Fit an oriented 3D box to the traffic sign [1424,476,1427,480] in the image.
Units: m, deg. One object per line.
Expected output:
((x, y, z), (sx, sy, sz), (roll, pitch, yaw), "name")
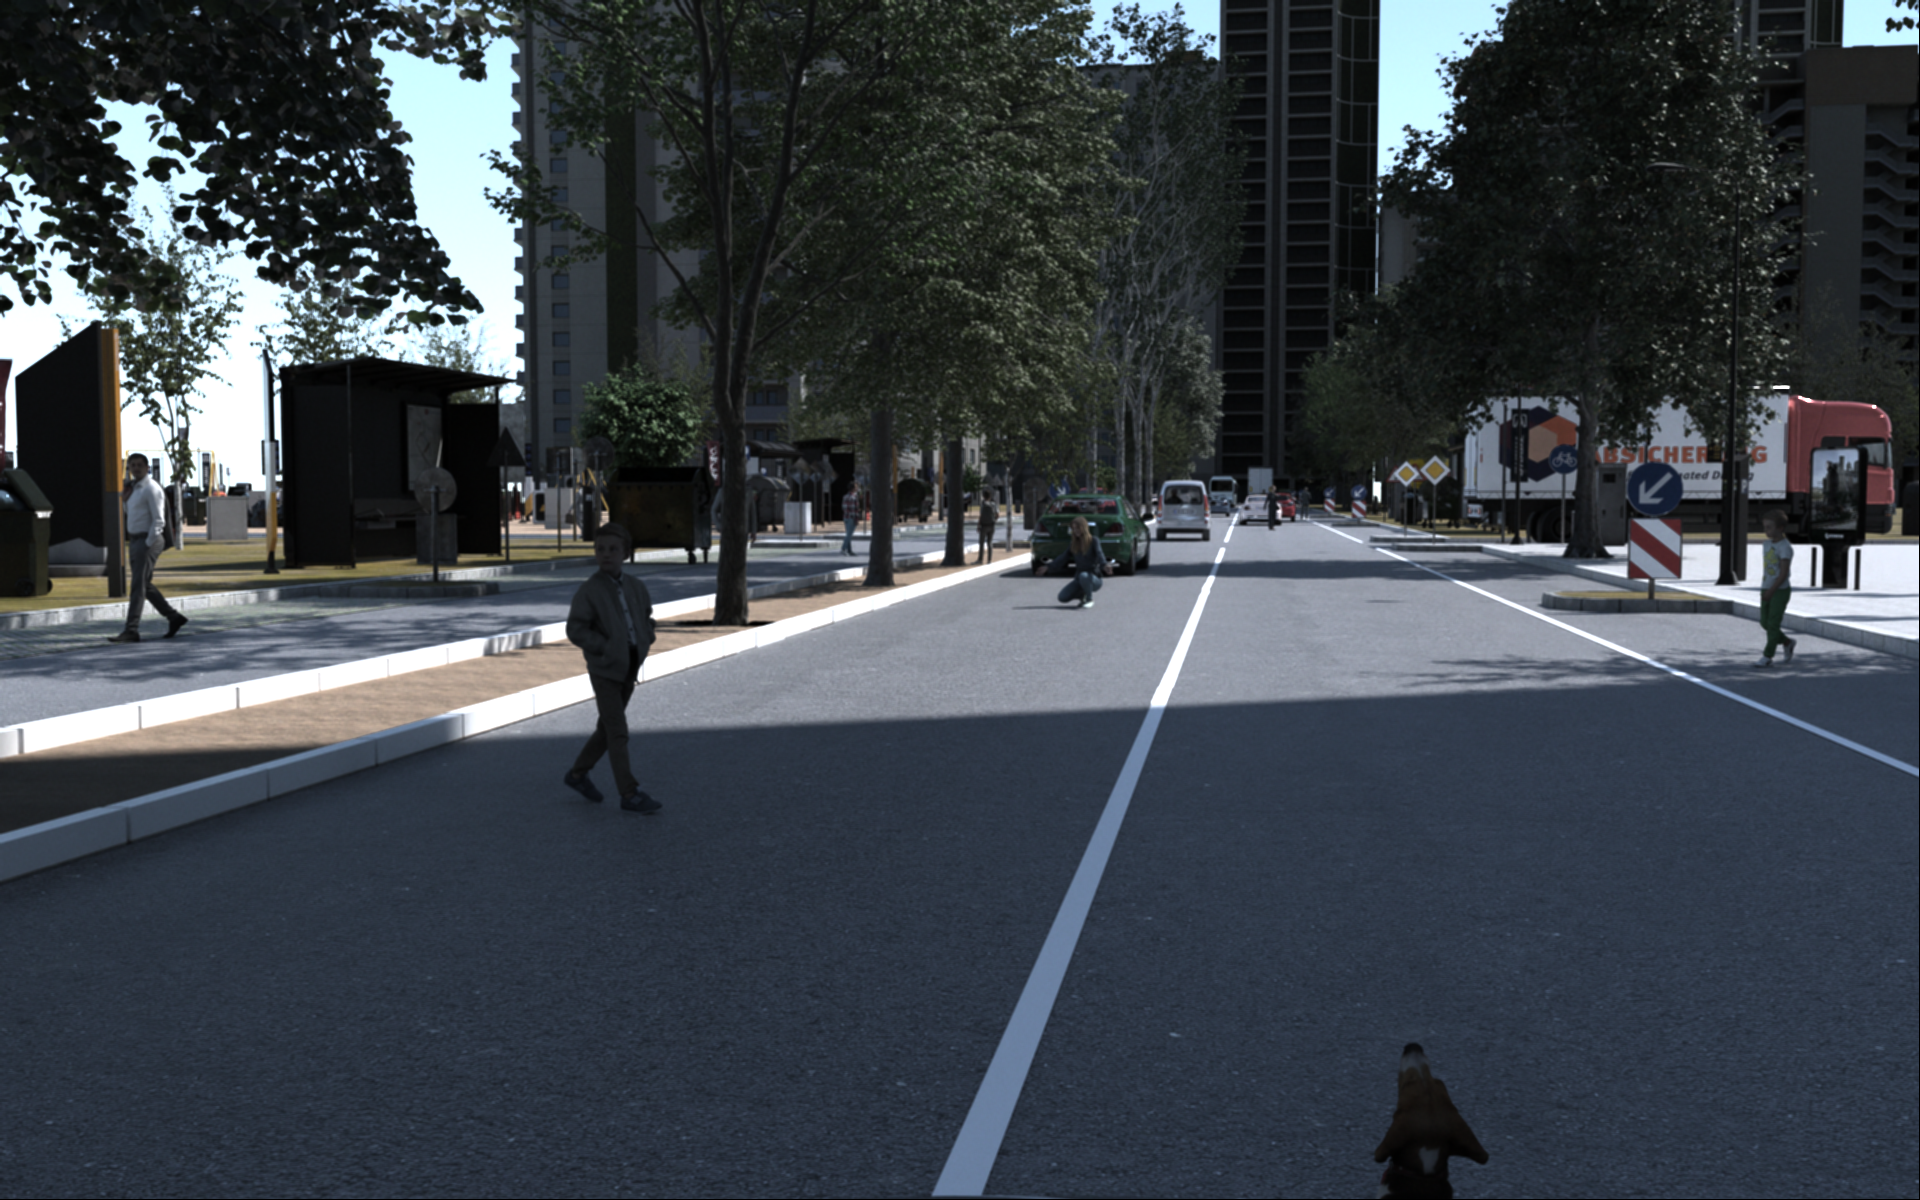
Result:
((26.441, -5.941, 97.247), (0.768, 2.556, 0.104), (1, 4, 11), "traffic sign")

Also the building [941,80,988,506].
((-8.554, -45.551, 183.004), (20.611, 71.187, 20.563), (1, 4, 9), "building")

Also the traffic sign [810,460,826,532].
((-4.933, -3.537, 59.012), (0.795, 2.450, 0.064), (1, 4, 15), "traffic sign")

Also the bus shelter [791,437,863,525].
((-5.712, -5.119, 74.974), (1.731, 3.624, 6.357), (1, 4, 9), "bus shelter")

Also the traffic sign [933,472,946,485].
((-1.139, -5.939, 97.201), (0.768, 2.556, 0.104), (1, 4, 19), "traffic sign")

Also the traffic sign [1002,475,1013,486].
((3.087, -6.876, 112.527), (0.768, 2.556, 0.104), (1, 4, 10), "traffic sign")

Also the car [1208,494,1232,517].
((16.356, -6.029, 110.570), (2.014, 1.417, 4.499), (1, 4, 9), "car")

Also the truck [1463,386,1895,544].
((19.508, -3.529, 46.612), (11.283, 4.237, 2.839), (1, 4, 9), "truck")

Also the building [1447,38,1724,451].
((59.640, -31.408, 168.148), (22.147, 44.769, 28.867), (1, 4, 9), "building")

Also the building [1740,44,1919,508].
((83.900, -31.900, 171.680), (14.200, 45.320, 14.600), (1, 4, 9), "building")

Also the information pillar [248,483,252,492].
((-47.862, -6.861, 116.673), (0.304, 2.012, 0.304), (-2, 4, -30), "information pillar")

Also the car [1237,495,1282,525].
((14.003, -4.187, 80.815), (2.083, 1.381, 4.827), (0, 4, 8), "car")

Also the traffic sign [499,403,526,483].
((-10.846, -2.763, 39.046), (2.265, 3.308, 0.079), (1, 4, 14), "traffic sign")

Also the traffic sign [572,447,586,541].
((-10.528, -2.885, 47.275), (0.768, 2.556, 0.104), (1, 4, 15), "traffic sign")

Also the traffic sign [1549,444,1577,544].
((15.484, -2.711, 44.427), (0.768, 2.556, 0.104), (1, 4, 11), "traffic sign")

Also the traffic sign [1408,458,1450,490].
((26.395, -6.346, 97.628), (2.265, 3.308, 0.079), (1, 4, 13), "traffic sign")

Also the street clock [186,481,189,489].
((-41.894, -5.440, 93.517), (0.358, 2.002, 0.471), (3, 5, 44), "street clock")

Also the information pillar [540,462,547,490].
((-29.872, -8.122, 124.145), (0.504, 3.616, 0.183), (0, 4, 3), "information pillar")

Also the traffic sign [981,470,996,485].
((1.548, -5.817, 95.108), (0.884, 2.594, 0.081), (1, 4, 10), "traffic sign")

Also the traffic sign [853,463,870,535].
((-3.010, -3.129, 54.809), (0.795, 2.450, 0.064), (1, 4, 9), "traffic sign")

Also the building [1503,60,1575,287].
((52.950, -28.381, 147.630), (14.154, 41.232, 14.086), (1, 4, 9), "building")

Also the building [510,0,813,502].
((-32.737, -39.518, 188.118), (28.212, 58.520, 21.231), (1, 4, 9), "building")

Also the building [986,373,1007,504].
((-5.952, -40.052, 244.092), (27.495, 52.752, 28.713), (1, 4, 9), "building")

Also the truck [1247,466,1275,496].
((31.070, -11.621, 178.919), (2.839, 4.237, 11.283), (1, 4, 10), "truck")

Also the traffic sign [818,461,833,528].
((-5.222, -4.027, 65.950), (0.768, 2.556, 0.104), (1, 4, 16), "traffic sign")

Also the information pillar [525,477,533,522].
((-20.136, -5.471, 80.798), (0.504, 3.616, 0.183), (3, 4, 37), "information pillar")

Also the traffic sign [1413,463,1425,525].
((18.954, -4.414, 72.165), (0.884, 2.594, 0.081), (1, 4, 17), "traffic sign")

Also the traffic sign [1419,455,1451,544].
((12.112, -2.481, 44.213), (0.795, 2.450, 0.064), (1, 4, 9), "traffic sign")

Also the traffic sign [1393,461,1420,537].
((13.411, -2.963, 52.092), (0.795, 2.450, 0.064), (1, 4, 9), "traffic sign")

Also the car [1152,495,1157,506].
((20.851, -10.412, 182.600), (2.083, 1.381, 4.827), (1, 4, 9), "car")

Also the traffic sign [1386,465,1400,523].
((19.482, -4.738, 77.470), (0.884, 2.594, 0.081), (1, 4, 16), "traffic sign")

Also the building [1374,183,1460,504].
((61.878, -33.179, 226.077), (14.086, 41.232, 14.154), (1, 4, 9), "building")

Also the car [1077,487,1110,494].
((7.545, -5.497, 98.555), (2.281, 1.827, 5.304), (1, 4, 11), "car")

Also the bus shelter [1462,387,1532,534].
((19.041, -5.006, 59.474), (2.179, 5.291, 8.768), (1, 4, 9), "bus shelter")

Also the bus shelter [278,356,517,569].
((-10.427, -2.534, 32.715), (1.731, 3.624, 6.357), (1, 4, 9), "bus shelter")

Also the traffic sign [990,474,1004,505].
((2.315, -6.663, 108.936), (0.884, 2.594, 0.081), (1, 4, 19), "traffic sign")

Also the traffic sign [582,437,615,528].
((-8.018, -2.339, 38.346), (0.768, 2.556, 0.104), (1, 4, 11), "traffic sign")

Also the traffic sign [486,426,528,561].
((-8.719, -2.036, 33.301), (0.884, 2.594, 0.081), (1, 4, 16), "traffic sign")

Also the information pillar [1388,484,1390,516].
((24.678, -5.781, 99.006), (0.304, 2.012, 0.304), (-3, 5, -44), "information pillar")

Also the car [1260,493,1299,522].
((16.468, -4.934, 89.708), (2.155, 1.783, 4.494), (1, 4, 11), "car")

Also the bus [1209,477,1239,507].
((28.802, -11.883, 189.147), (2.948, 3.499, 13.247), (1, 4, 10), "bus")

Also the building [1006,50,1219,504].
((20.837, -42.397, 235.186), (28.212, 58.520, 21.231), (1, 4, 9), "building")

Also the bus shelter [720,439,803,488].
((-7.559, -4.360, 65.207), (2.014, 3.302, 5.546), (1, 4, 9), "bus shelter")

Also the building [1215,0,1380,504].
((44.875, -48.458, 230.543), (20.611, 71.187, 20.563), (1, 4, 9), "building")

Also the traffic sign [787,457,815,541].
((-4.308, -2.648, 46.930), (0.795, 2.450, 0.064), (1, 4, 9), "traffic sign")

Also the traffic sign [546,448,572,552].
((-8.839, -2.205, 38.174), (0.606, 2.300, 0.079), (1, 4, 13), "traffic sign")

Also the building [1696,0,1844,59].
((100.923, -47.934, 221.977), (20.611, 71.187, 20.563), (1, 4, 9), "building")

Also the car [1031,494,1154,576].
((2.459, -1.236, 32.011), (2.131, 1.459, 4.920), (1, 4, 11), "car")

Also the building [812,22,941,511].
((-14.362, -36.947, 146.089), (21.231, 58.520, 28.212), (1, 4, 9), "building")

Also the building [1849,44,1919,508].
((97.987, -31.788, 169.840), (14.200, 45.320, 14.600), (1, 4, 9), "building")

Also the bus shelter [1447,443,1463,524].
((21.959, -5.864, 73.515), (2.179, 5.291, 8.768), (1, 4, 10), "bus shelter")

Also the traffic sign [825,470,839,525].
((-5.364, -4.291, 71.336), (0.795, 2.450, 0.064), (1, 4, 12), "traffic sign")

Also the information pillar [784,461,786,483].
((-11.145, -7.227, 109.519), (0.183, 3.616, 0.504), (1, 4, 17), "information pillar")

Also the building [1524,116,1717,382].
((50.579, -22.148, 133.814), (14.160, 30.474, 14.107), (1, 4, 9), "building")

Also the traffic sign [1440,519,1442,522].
((21.808, -4.791, 78.447), (0.768, 2.556, 0.104), (1, 4, 19), "traffic sign")
